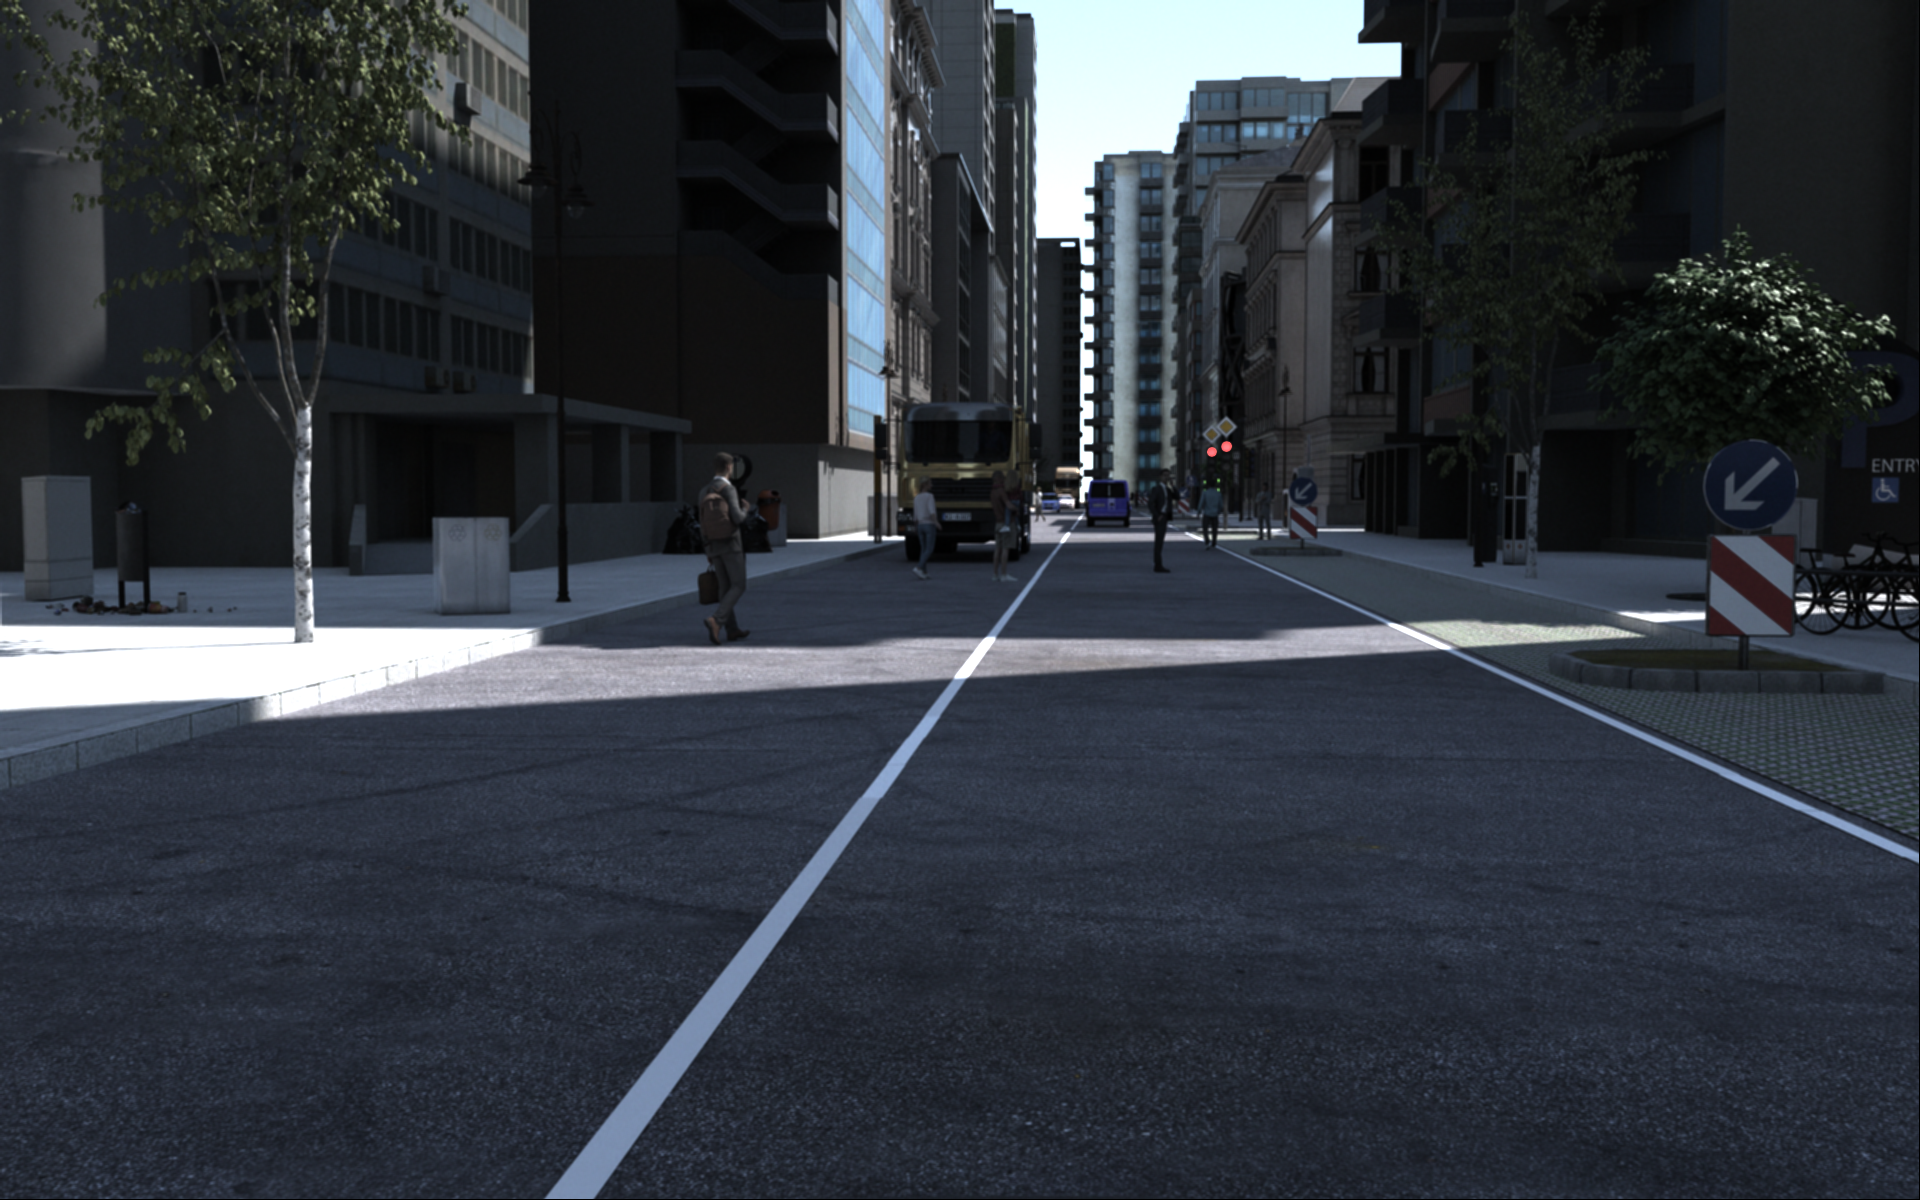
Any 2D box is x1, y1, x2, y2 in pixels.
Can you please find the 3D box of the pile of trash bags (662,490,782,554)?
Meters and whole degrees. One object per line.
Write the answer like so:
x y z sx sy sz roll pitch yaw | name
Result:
-4.953 -1.738 38.171 1.912 1.369 3.447 2 4 25 | pile of trash bags

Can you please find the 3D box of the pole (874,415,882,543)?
-2.138 -3.132 45.048 0.158 3.312 0.155 0 3 0 | pole

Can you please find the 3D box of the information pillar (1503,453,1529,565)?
10.041 -1.640 31.299 0.304 2.012 0.304 -1 4 -21 | information pillar

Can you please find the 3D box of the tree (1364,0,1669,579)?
8.617 -4.647 26.344 4.737 8.622 4.395 0 3 0 | tree

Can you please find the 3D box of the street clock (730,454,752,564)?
-4.033 -1.647 31.499 0.471 2.002 0.358 2 4 27 | street clock

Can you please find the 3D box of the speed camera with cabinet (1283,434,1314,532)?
11.301 -3.887 57.893 0.660 3.252 2.038 0 4 -2 | speed camera with cabinet

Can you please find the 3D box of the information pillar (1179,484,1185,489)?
16.247 -7.486 126.883 0.304 2.012 0.304 -1 4 -18 | information pillar

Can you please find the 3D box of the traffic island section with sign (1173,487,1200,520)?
12.290 -5.363 96.319 1.989 1.847 2.006 0 4 5 | traffic island section with sign

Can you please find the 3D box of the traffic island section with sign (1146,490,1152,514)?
14.484 -7.045 123.805 1.989 1.847 2.006 0 4 5 | traffic island section with sign

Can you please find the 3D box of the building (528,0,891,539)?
-10.113 -24.783 55.308 14.200 45.320 14.600 0 4 5 | building

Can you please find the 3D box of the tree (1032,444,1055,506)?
7.844 -14.374 185.383 4.360 8.622 3.978 0 3 0 | tree

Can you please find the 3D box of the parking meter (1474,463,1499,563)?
9.899 -1.643 32.569 0.255 1.863 0.399 -2 4 -30 | parking meter

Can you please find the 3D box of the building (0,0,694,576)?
-22.792 -21.011 35.415 32.217 40.220 23.993 0 4 5 | building

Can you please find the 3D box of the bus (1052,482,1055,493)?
12.156 -12.365 197.035 2.948 3.499 13.247 0 4 5 | bus

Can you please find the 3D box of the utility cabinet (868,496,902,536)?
-2.319 -2.587 53.467 1.020 1.237 0.306 1 4 14 | utility cabinet

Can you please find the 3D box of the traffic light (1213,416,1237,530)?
9.530 -4.484 62.229 0.839 4.253 0.868 0 4 5 | traffic light

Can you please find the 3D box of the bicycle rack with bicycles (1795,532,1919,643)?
8.546 -0.146 15.765 2.852 0.926 2.925 -3 4 -36 | bicycle rack with bicycles

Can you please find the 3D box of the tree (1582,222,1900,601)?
9.387 -2.289 21.147 4.285 4.588 4.351 0 3 0 | tree

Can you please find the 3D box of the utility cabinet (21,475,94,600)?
-11.037 -0.765 21.184 0.318 1.500 1.173 0 4 -3 | utility cabinet

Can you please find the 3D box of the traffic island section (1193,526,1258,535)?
9.569 -2.450 62.340 2.009 0.180 2.903 0 4 5 | traffic island section

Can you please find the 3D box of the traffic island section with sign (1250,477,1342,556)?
7.844 -1.955 40.591 1.989 1.847 2.006 0 4 5 | traffic island section with sign

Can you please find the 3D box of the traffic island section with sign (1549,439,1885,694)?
5.673 -0.287 13.319 1.989 1.847 2.006 0 4 5 | traffic island section with sign

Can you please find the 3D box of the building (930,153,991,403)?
-6.014 -17.846 110.853 14.314 24.678 30.058 0 4 5 | building

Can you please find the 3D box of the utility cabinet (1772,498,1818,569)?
14.245 -1.127 29.581 0.306 1.237 1.020 0 4 0 | utility cabinet

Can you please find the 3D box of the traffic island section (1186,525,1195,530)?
10.205 -2.937 70.300 2.009 0.180 2.903 0 4 5 | traffic island section

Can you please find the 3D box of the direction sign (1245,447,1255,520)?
14.147 -5.662 84.574 0.379 3.537 0.876 -1 4 -20 | direction sign

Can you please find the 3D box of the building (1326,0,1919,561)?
22.465 -23.864 44.793 22.147 44.769 28.867 0 4 5 | building

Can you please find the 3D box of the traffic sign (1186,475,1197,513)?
15.604 -7.139 116.831 0.768 2.556 0.104 1 4 12 | traffic sign

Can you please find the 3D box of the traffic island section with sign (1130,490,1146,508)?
20.503 -11.654 199.162 1.989 1.847 2.006 0 4 5 | traffic island section with sign

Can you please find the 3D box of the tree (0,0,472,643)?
-5.845 -3.946 14.883 4.737 8.622 4.395 0 3 0 | tree

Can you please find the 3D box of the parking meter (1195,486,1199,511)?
18.266 -7.806 133.346 0.255 1.863 0.399 0 4 -1 | parking meter

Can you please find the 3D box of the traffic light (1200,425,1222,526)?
10.165 -4.971 70.189 0.839 4.253 0.868 0 4 5 | traffic light

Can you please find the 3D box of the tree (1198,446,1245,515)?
16.343 -7.517 106.625 4.285 4.588 4.351 0 3 0 | tree

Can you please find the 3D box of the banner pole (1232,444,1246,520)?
13.856 -5.872 86.032 0.863 3.779 0.401 3 5 41 | banner pole

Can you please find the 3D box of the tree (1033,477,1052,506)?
8.683 -11.961 190.160 1.663 3.219 1.824 0 3 0 | tree

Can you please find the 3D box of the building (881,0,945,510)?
-8.573 -18.117 83.610 14.401 28.519 23.554 0 4 5 | building

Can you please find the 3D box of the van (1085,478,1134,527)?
6.633 -4.449 77.131 2.240 2.365 5.245 0 4 6 | van
